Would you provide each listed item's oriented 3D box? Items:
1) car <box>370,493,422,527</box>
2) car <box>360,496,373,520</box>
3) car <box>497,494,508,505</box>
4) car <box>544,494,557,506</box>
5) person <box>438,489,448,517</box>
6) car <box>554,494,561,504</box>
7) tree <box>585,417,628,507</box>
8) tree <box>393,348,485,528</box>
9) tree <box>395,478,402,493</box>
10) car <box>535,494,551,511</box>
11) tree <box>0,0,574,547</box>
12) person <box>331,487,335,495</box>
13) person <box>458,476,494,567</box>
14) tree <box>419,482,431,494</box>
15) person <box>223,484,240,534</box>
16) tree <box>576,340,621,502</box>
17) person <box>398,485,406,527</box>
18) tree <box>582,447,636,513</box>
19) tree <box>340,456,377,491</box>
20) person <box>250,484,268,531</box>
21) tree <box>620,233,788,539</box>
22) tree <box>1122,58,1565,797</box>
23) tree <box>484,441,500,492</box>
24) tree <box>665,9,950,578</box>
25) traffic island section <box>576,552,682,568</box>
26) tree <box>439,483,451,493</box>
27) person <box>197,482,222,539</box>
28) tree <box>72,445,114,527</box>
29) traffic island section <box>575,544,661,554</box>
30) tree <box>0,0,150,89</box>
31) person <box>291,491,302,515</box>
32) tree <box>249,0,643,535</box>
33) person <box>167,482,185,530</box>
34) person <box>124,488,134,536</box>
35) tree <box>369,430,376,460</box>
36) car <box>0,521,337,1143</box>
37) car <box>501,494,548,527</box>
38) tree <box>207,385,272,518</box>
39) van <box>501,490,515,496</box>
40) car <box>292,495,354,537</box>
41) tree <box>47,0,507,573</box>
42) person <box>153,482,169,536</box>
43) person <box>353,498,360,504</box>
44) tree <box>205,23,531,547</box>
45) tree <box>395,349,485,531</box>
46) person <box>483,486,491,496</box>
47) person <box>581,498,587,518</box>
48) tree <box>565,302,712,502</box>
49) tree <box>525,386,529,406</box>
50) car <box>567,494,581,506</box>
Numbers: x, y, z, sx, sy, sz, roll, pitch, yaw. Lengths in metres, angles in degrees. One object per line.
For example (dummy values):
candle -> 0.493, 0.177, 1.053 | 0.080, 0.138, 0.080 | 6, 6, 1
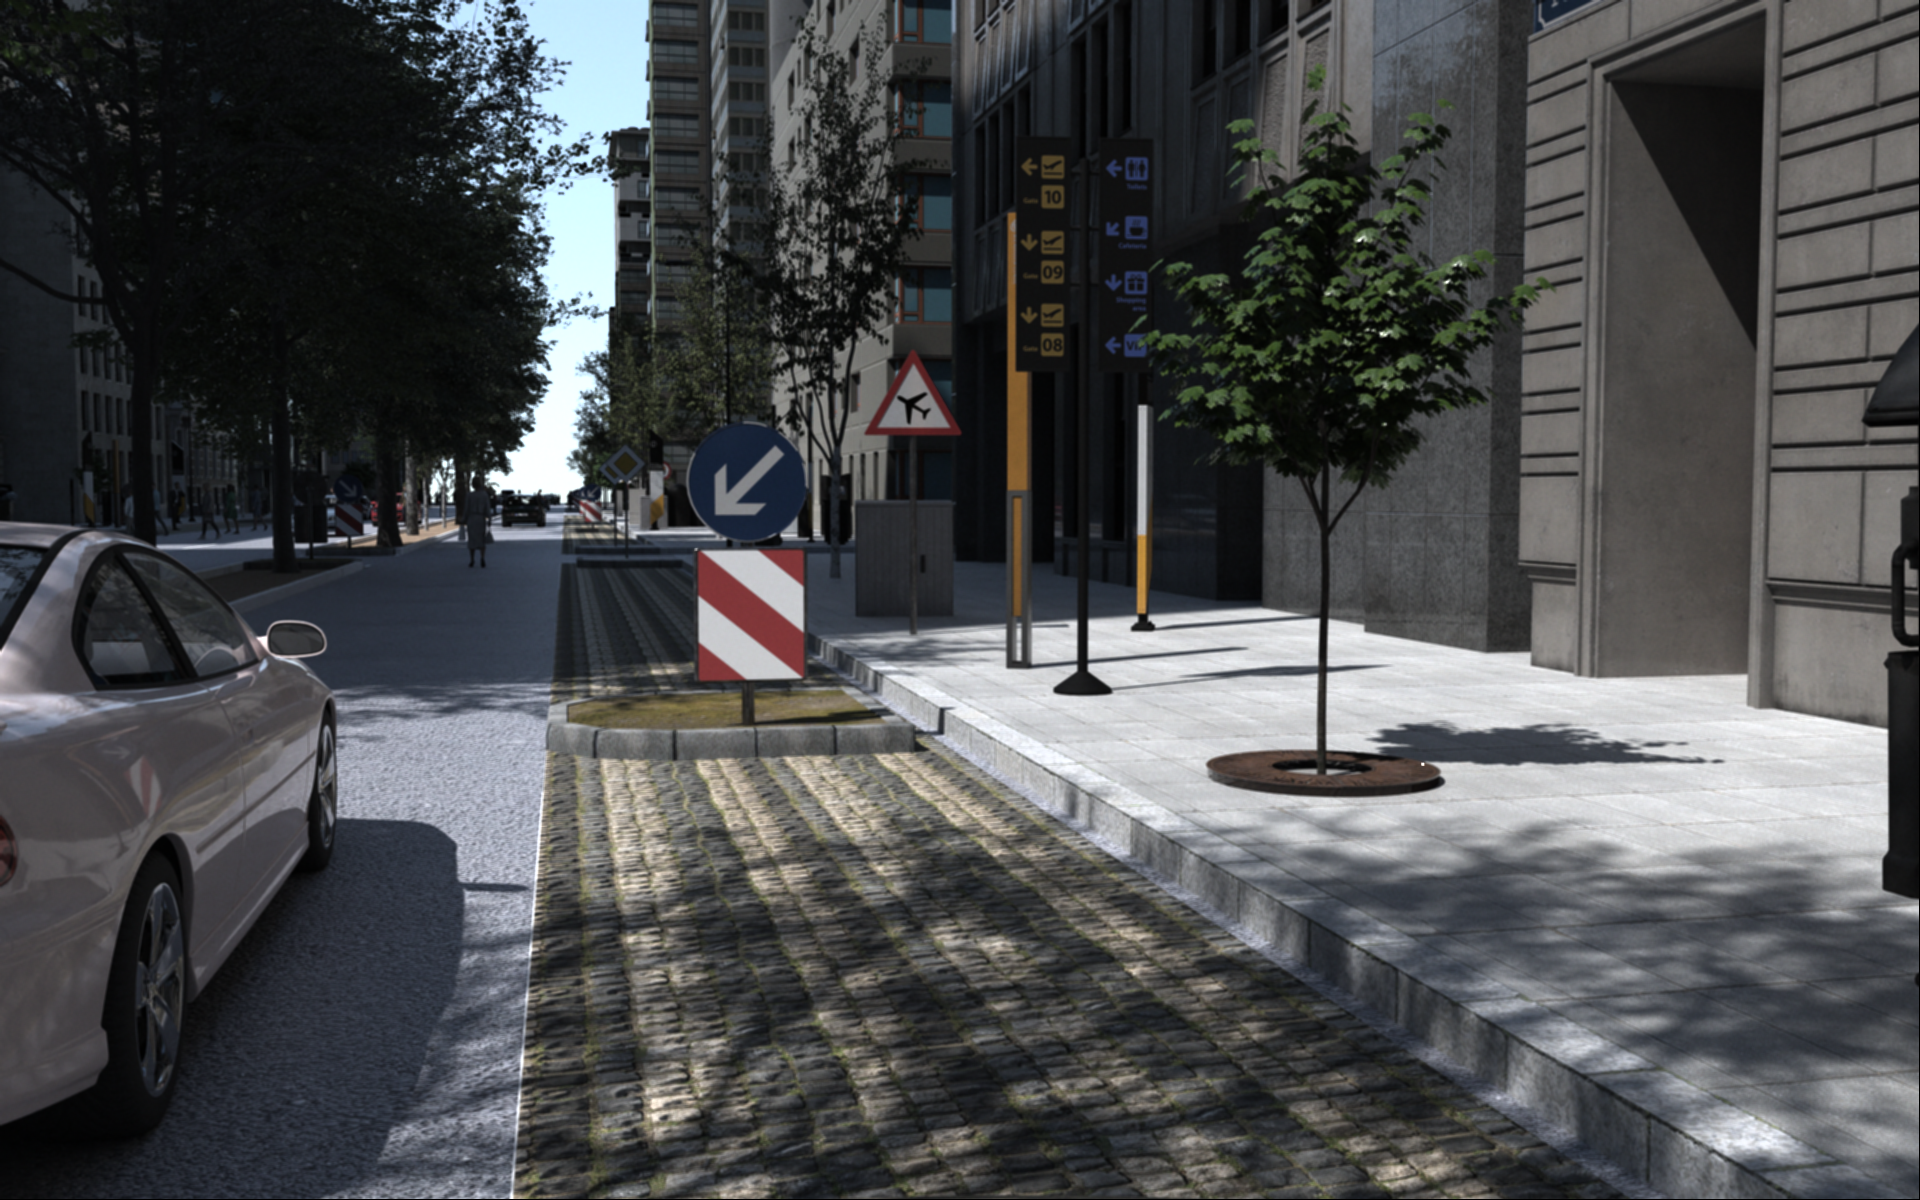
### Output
car -> -25.256, -4.201, 77.722 | 2.155, 1.783, 4.494 | -1, 4, -11
car -> -33.464, -5.079, 95.616 | 1.945, 1.354, 3.894 | -1, 4, -13
car -> -56.063, -12.360, 211.877 | 2.009, 1.686, 4.222 | -1, 4, -14
car -> -51.583, -12.566, 217.249 | 2.131, 1.459, 4.920 | -1, 4, -15
person -> -32.863, -6.193, 110.025 | 0.678, 1.792, 0.850 | 0, 4, -2
car -> -55.377, -13.686, 235.570 | 2.131, 1.459, 4.920 | -1, 4, -14
tree -> -31.098, -12.345, 152.203 | 4.360, 8.622, 3.978 | 0, 3, 0
tree -> -21.746, -7.330, 72.671 | 4.737, 8.622, 4.395 | 0, 3, 0
tree -> -57.111, -10.966, 173.889 | 1.663, 3.219, 1.824 | 0, 3, 0
car -> -36.879, -8.557, 151.913 | 2.014, 1.417, 4.499 | -1, 4, -12
tree -> -10.001, -6.610, 20.897 | 12.009, 13.543, 11.850 | 0, 3, 0
person -> -26.078, -3.850, 72.206 | 0.466, 1.731, 0.760 | 1, 4, 16
person -> -9.488, -1.532, 33.906 | 0.694, 1.780, 0.624 | -1, 4, -11
tree -> -67.540, -13.737, 219.196 | 1.663, 3.219, 1.824 | 0, 3, 0
person -> -26.272, -3.282, 62.410 | 0.529, 1.795, 0.600 | 0, 4, -8
tree -> -14.362, -7.798, 77.858 | 4.737, 8.622, 4.395 | 0, 3, 0
person -> -23.974, -4.072, 74.984 | 0.656, 1.842, 0.836 | -1, 4, -23
tree -> -23.884, -8.313, 119.637 | 4.285, 4.588, 4.351 | 0, 3, 0
tree -> -52.371, -10.225, 150.891 | 4.285, 4.588, 4.351 | 0, 3, 0
person -> -27.496, -3.629, 67.856 | 0.654, 1.822, 0.581 | 1, 4, 10
tree -> -6.820, -6.020, 48.783 | 4.737, 8.622, 4.395 | 0, 3, 0
tree -> 1.614, -0.812, 7.875 | 1.663, 3.219, 1.824 | 0, 3, 0
tree -> -24.784, -8.203, 86.931 | 4.360, 8.622, 3.978 | 0, 3, 0
tree -> -2.063, -4.656, 26.484 | 4.360, 8.622, 3.978 | 0, 3, 0
traffic island section -> -6.642, -0.756, 34.645 | 2.009, 0.180, 2.903 | -1, 4, -13
tree -> -75.297, -15.827, 253.364 | 1.663, 3.219, 1.824 | 0, 3, 0
person -> -23.660, -2.808, 54.596 | 0.728, 1.800, 0.709 | -3, 4, -39
tree -> -33.862, -4.489, 67.991 | 1.663, 3.219, 1.824 | 0, 3, 0
traffic island section -> -8.414, -1.232, 42.432 | 2.009, 0.180, 2.903 | -1, 4, -13
tree -> -7.747, -5.011, 10.137 | 9.928, 11.665, 9.643 | 0, 3, 0
person -> -27.111, -3.797, 70.673 | 0.616, 1.811, 0.778 | -2, 4, -28
tree -> -17.569, -12.258, 58.761 | 12.611, 20.169, 13.585 | 0, 3, 0
person -> -30.885, -3.698, 68.318 | 0.474, 1.900, 0.648 | 0, 4, 7
person -> -23.425, -2.371, 49.076 | 0.589, 1.601, 0.330 | -3, 5, -42
tree -> -55.885, -13.403, 169.503 | 4.737, 8.622, 4.395 | 0, 3, 0
car -> -2.999, 0.450, 5.013 | 2.083, 1.381, 4.827 | -1, 4, -13
car -> -19.105, -4.044, 75.905 | 2.009, 1.686, 4.222 | -1, 4, -11
tree -> -38.441, -8.736, 93.197 | 4.737, 8.622, 4.395 | 0, 3, 0
van -> -62.716, -14.435, 240.399 | 2.240, 2.365, 5.245 | -1, 4, -11
car -> -21.681, -2.895, 59.328 | 2.014, 1.417, 4.499 | -1, 4, -11
tree -> -12.012, -6.726, 30.550 | 7.486, 12.596, 7.792 | 0, 3, 0
person -> -27.547, -3.118, 59.339 | 0.748, 1.841, 0.638 | 0, 4, 7
person -> -31.787, -5.042, 91.107 | 0.590, 1.801, 0.661 | -2, 4, -29
tree -> -15.472, -8.406, 46.543 | 9.857, 13.997, 8.962 | 0, 3, 0
tree -> -20.774, -6.994, 67.174 | 4.360, 8.622, 3.978 | 0, 3, 0
person -> -26.151, -5.357, 95.451 | 0.474, 1.900, 0.648 | 1, 4, 15
person -> -22.230, -5.733, 102.474 | 0.600, 1.795, 0.529 | 1, 4, 14
tree -> -15.576, -9.195, 84.749 | 7.601, 10.594, 8.767 | 0, 4, -7
tree -> -26.778, -10.128, 93.802 | 9.928, 11.665, 9.643 | 0, 3, 0
car -> -47.883, -12.566, 215.243 | 2.009, 1.686, 4.222 | -1, 4, -11
